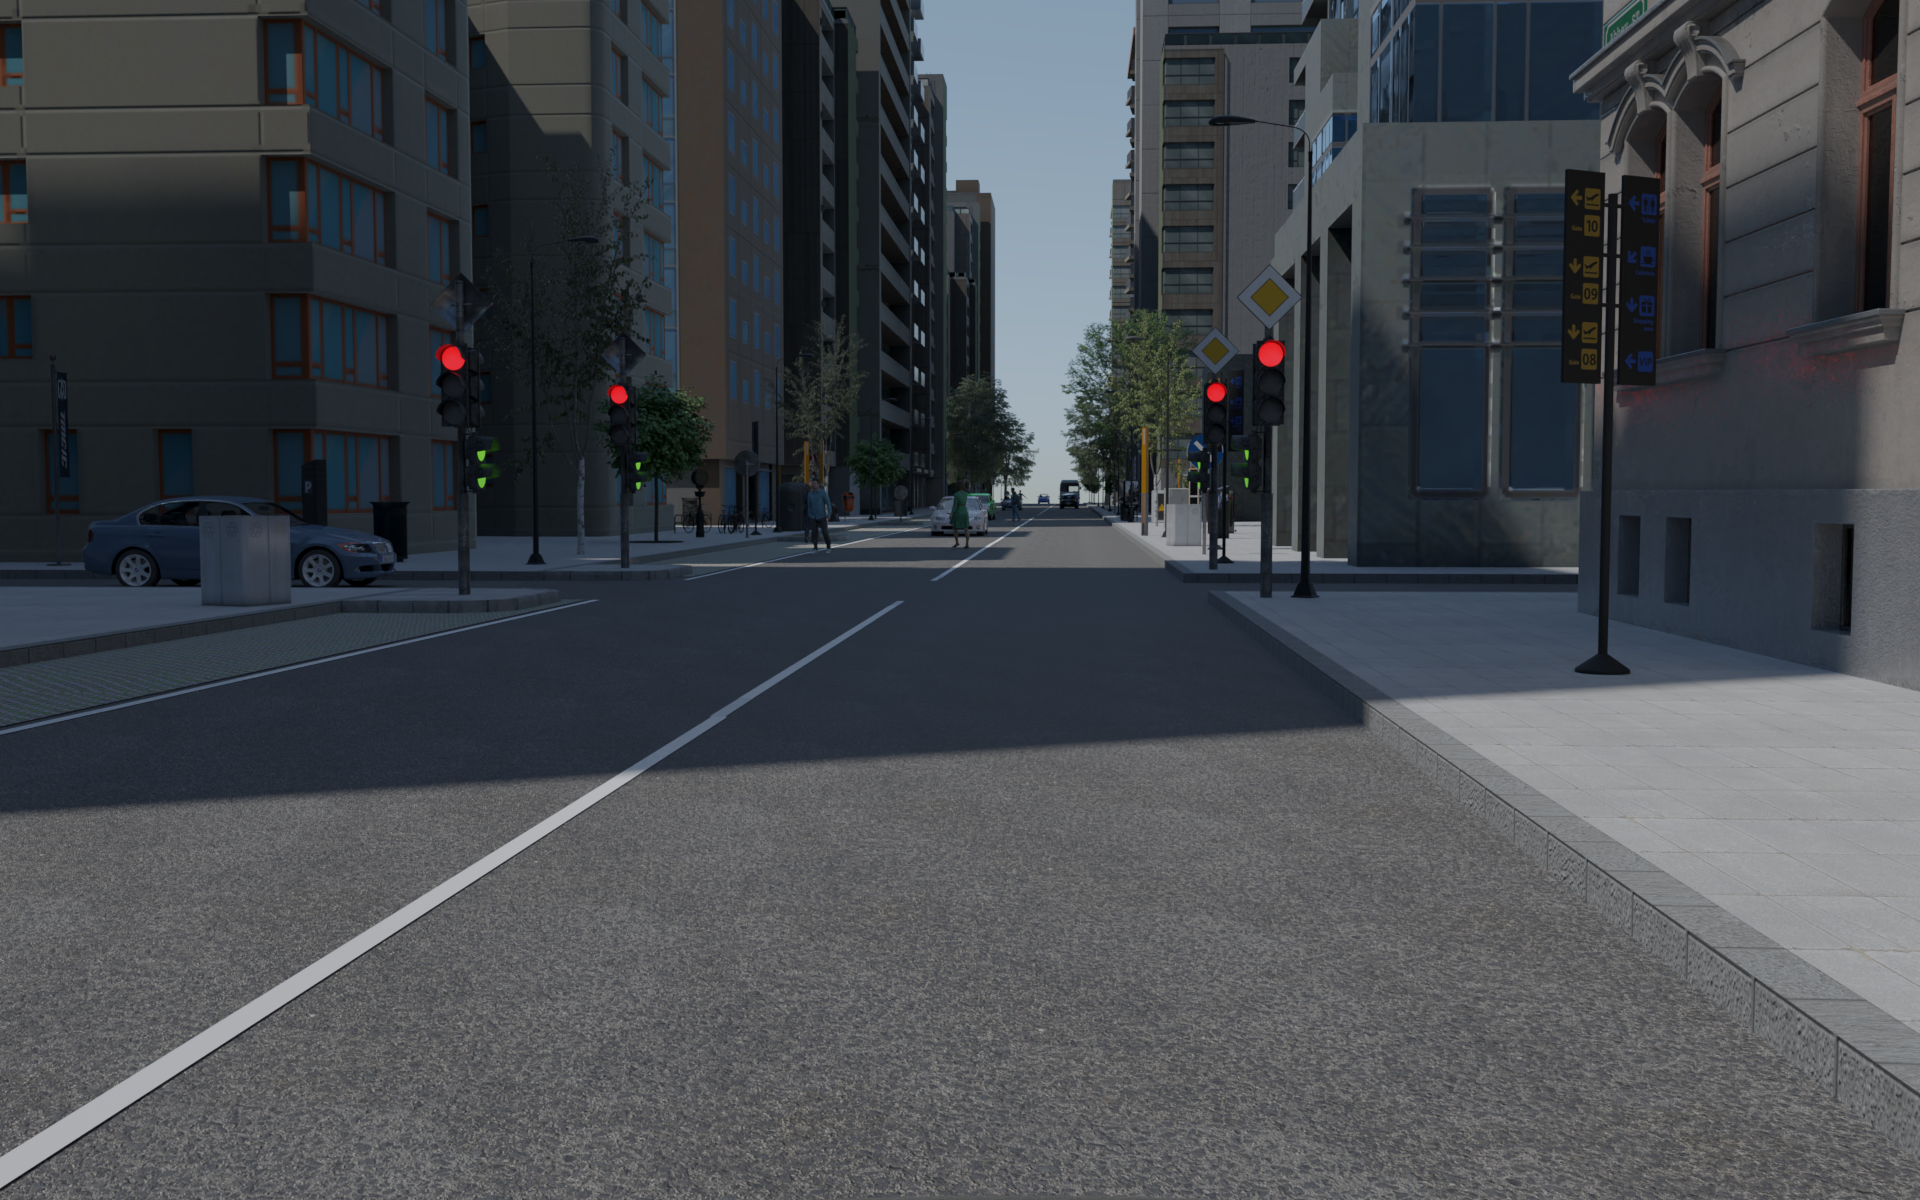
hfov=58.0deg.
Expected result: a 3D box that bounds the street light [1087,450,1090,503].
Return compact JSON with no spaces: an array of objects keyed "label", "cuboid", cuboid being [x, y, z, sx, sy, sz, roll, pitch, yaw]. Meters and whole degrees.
[{"label":"street light","cuboid":[12.165,-11.083,153.753,1.470,5.913,1.316,0,4,4]}]

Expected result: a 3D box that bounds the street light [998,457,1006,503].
[{"label":"street light","cuboid":[4.707,-14.903,216.201,1.470,5.913,1.316,0,4,4]}]

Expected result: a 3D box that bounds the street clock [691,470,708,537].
[{"label":"street clock","cuboid":[-7.693,-2.853,51.220,0.471,2.002,0.358,-3,5,-42]}]

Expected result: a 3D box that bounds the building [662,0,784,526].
[{"label":"building","cuboid":[-15.848,-26.046,75.958,14.600,45.320,14.200,0,4,4]}]

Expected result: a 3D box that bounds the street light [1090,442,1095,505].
[{"label":"street light","cuboid":[10.522,-9.486,127.644,1.470,5.913,1.316,0,4,4]}]

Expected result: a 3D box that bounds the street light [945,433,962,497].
[{"label":"street light","cuboid":[-0.567,-9.804,132.837,1.470,5.913,1.316,0,4,4]}]

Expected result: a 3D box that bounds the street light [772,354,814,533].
[{"label":"street light","cuboid":[-5.536,-5.195,57.480,1.470,5.913,1.316,0,4,4]}]

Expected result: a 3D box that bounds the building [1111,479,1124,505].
[{"label":"building","cuboid":[34.205,-31.496,206.835,32.217,40.220,23.993,0,4,4]}]

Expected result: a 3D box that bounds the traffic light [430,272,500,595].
[{"label":"traffic light","cuboid":[-6.313,-2.024,22.008,0.839,4.253,0.868,0,4,4]}]

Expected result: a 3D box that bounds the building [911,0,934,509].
[{"label":"building","cuboid":[-14.666,-31.952,142.023,23.786,49.044,30.456,0,4,4]}]

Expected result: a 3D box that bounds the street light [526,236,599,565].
[{"label":"street light","cuboid":[-7.193,-3.598,31.372,1.470,5.913,1.316,0,4,4]}]

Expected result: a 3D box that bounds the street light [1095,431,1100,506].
[{"label":"street light","cuboid":[9.000,-8.047,104.104,1.470,5.913,1.316,0,4,4]}]

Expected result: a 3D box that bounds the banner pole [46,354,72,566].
[{"label":"banner pole","cuboid":[-16.196,-2.519,31.195,0.401,3.779,0.863,0,4,-6]}]

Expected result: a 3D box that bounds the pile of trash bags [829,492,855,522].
[{"label":"pile of trash bags","cuboid":[-6.287,-4.320,80.381,3.447,1.369,1.912,-3,5,-43]}]

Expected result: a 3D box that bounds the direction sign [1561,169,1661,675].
[{"label":"direction sign","cuboid":[4.618,-1.244,12.344,0.876,3.537,0.379,-2,4,-25]}]

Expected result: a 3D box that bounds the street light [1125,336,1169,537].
[{"label":"street light","cuboid":[5.585,-4.807,51.136,1.470,5.913,1.316,0,4,4]}]

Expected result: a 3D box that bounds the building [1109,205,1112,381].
[{"label":"building","cuboid":[32.470,-36.286,247.897,22.147,44.769,28.867,0,4,4]}]

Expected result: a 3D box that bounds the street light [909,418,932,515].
[{"label":"street light","cuboid":[-2.440,-8.185,106.366,1.470,5.913,1.316,0,4,4]}]

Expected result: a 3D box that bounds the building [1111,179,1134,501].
[{"label":"building","cuboid":[26.786,-33.225,226.819,14.154,41.232,14.086,0,4,4]}]

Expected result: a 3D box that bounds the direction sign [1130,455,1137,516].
[{"label":"direction sign","cuboid":[10.199,-6.723,101.916,0.379,3.537,0.876,-1,4,-16]}]

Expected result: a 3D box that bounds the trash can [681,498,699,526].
[{"label":"trash can","cuboid":[-10.763,-3.511,69.054,0.748,1.137,0.748,0,3,0]}]

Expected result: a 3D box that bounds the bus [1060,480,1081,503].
[{"label":"bus","cuboid":[14.571,-14.334,229.221,2.948,3.499,13.247,0,4,4]}]

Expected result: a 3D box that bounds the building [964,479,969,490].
[{"label":"building","cuboid":[-15.194,-31.315,203.876,32.217,40.220,23.993,0,4,4]}]

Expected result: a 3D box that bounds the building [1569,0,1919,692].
[{"label":"building","cuboid":[12.201,-13.400,6.474,14.401,28.519,23.554,0,4,4]}]

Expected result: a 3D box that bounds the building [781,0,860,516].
[{"label":"building","cuboid":[-13.561,-19.983,98.423,14.160,30.474,14.107,0,4,4]}]

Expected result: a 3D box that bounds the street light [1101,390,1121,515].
[{"label":"street light","cuboid":[7.159,-6.431,77.687,1.470,5.913,1.316,0,4,4]}]

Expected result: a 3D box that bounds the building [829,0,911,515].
[{"label":"building","cuboid":[-14.862,-30.111,116.019,21.300,48.544,21.600,0,4,4]}]

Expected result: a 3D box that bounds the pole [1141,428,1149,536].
[{"label":"pole","cuboid":[5.679,-3.628,53.155,0.158,3.312,0.155,0,3,0]}]

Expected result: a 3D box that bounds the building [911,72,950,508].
[{"label":"building","cuboid":[-8.706,-29.392,164.155,14.154,41.232,14.086,0,4,4]}]

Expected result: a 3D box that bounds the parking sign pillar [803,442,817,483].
[{"label":"parking sign pillar","cuboid":[-7.825,-6.214,90.076,1.447,3.967,1.447,-1,4,-18]}]

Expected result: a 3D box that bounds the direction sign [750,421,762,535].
[{"label":"direction sign","cuboid":[-6.397,-3.803,54.175,0.379,3.537,0.876,-1,4,-17]}]

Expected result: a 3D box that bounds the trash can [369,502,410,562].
[{"label":"trash can","cuboid":[-10.730,-1.283,32.626,0.748,1.137,0.748,0,3,0]}]

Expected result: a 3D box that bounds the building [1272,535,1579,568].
[{"label":"building","cuboid":[23.162,-44.361,37.975,31.000,86.520,22.319,0,4,4]}]

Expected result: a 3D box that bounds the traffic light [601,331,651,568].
[{"label":"traffic light","cuboid":[-5.802,-2.511,29.976,0.839,4.253,0.868,0,4,4]}]

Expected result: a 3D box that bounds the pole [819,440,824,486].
[{"label":"pole","cuboid":[-5.209,-4.362,65.168,0.158,3.312,0.155,0,3,0]}]

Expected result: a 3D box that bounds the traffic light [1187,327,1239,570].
[{"label":"traffic light","cuboid":[4.290,-2.473,29.347,0.839,4.253,0.868,0,4,4]}]

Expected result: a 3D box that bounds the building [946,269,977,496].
[{"label":"building","cuboid":[-5.149,-27.577,222.585,14.160,30.474,14.107,0,4,4]}]

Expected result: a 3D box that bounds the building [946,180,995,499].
[{"label":"building","cuboid":[-2.112,-36.726,250.576,14.600,45.320,14.200,0,4,4]}]

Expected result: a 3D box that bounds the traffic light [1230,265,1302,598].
[{"label":"traffic light","cuboid":[3.778,-1.985,21.378,0.839,4.253,0.868,0,4,4]}]

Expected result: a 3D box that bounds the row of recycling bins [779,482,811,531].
[{"label":"row of recycling bins","cuboid":[-5.751,-3.299,61.053,1.069,1.692,3.534,0,4,4]}]

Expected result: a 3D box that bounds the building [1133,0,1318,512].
[{"label":"building","cuboid":[23.892,-36.105,132.320,21.231,58.520,28.212,0,4,4]}]

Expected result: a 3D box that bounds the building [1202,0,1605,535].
[{"label":"building","cuboid":[22.750,-46.427,71.757,22.319,86.520,31.000,0,4,4]}]

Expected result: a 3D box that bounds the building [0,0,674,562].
[{"label":"building","cuboid":[-24.776,-12.341,46.814,27.650,21.520,28.899,0,4,4]}]

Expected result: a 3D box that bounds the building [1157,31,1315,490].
[{"label":"building","cuboid":[19.813,-20.830,112.273,14.160,30.474,14.107,0,4,4]}]

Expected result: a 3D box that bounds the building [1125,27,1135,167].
[{"label":"building","cuboid":[26.690,-31.034,162.028,22.147,44.769,28.867,0,4,4]}]

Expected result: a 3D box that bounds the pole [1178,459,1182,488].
[{"label":"pole","cuboid":[12.778,-6.537,100.721,0.158,3.312,0.155,0,3,0]}]

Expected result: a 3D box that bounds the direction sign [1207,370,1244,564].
[{"label":"direction sign","cuboid":[4.892,-2.447,32.008,0.379,3.537,0.876,-3,5,-39]}]

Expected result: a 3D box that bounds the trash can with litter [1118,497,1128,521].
[{"label":"trash can with litter","cuboid":[7.859,-4.395,83.242,0.624,1.170,1.055,0,4,0]}]

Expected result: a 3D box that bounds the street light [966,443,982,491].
[{"label":"street light","cuboid":[1.128,-11.409,159.071,1.470,5.913,1.316,0,4,4]}]

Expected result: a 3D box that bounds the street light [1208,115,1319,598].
[{"label":"street light","cuboid":[3.745,-2.986,21.367,1.470,5.913,1.316,0,4,4]}]

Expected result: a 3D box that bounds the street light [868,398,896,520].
[{"label":"street light","cuboid":[-3.785,-6.829,84.192,1.470,5.913,1.316,0,4,4]}]

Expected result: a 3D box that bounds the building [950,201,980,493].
[{"label":"building","cuboid":[-4.604,-33.806,236.321,14.154,41.232,14.086,0,4,4]}]
